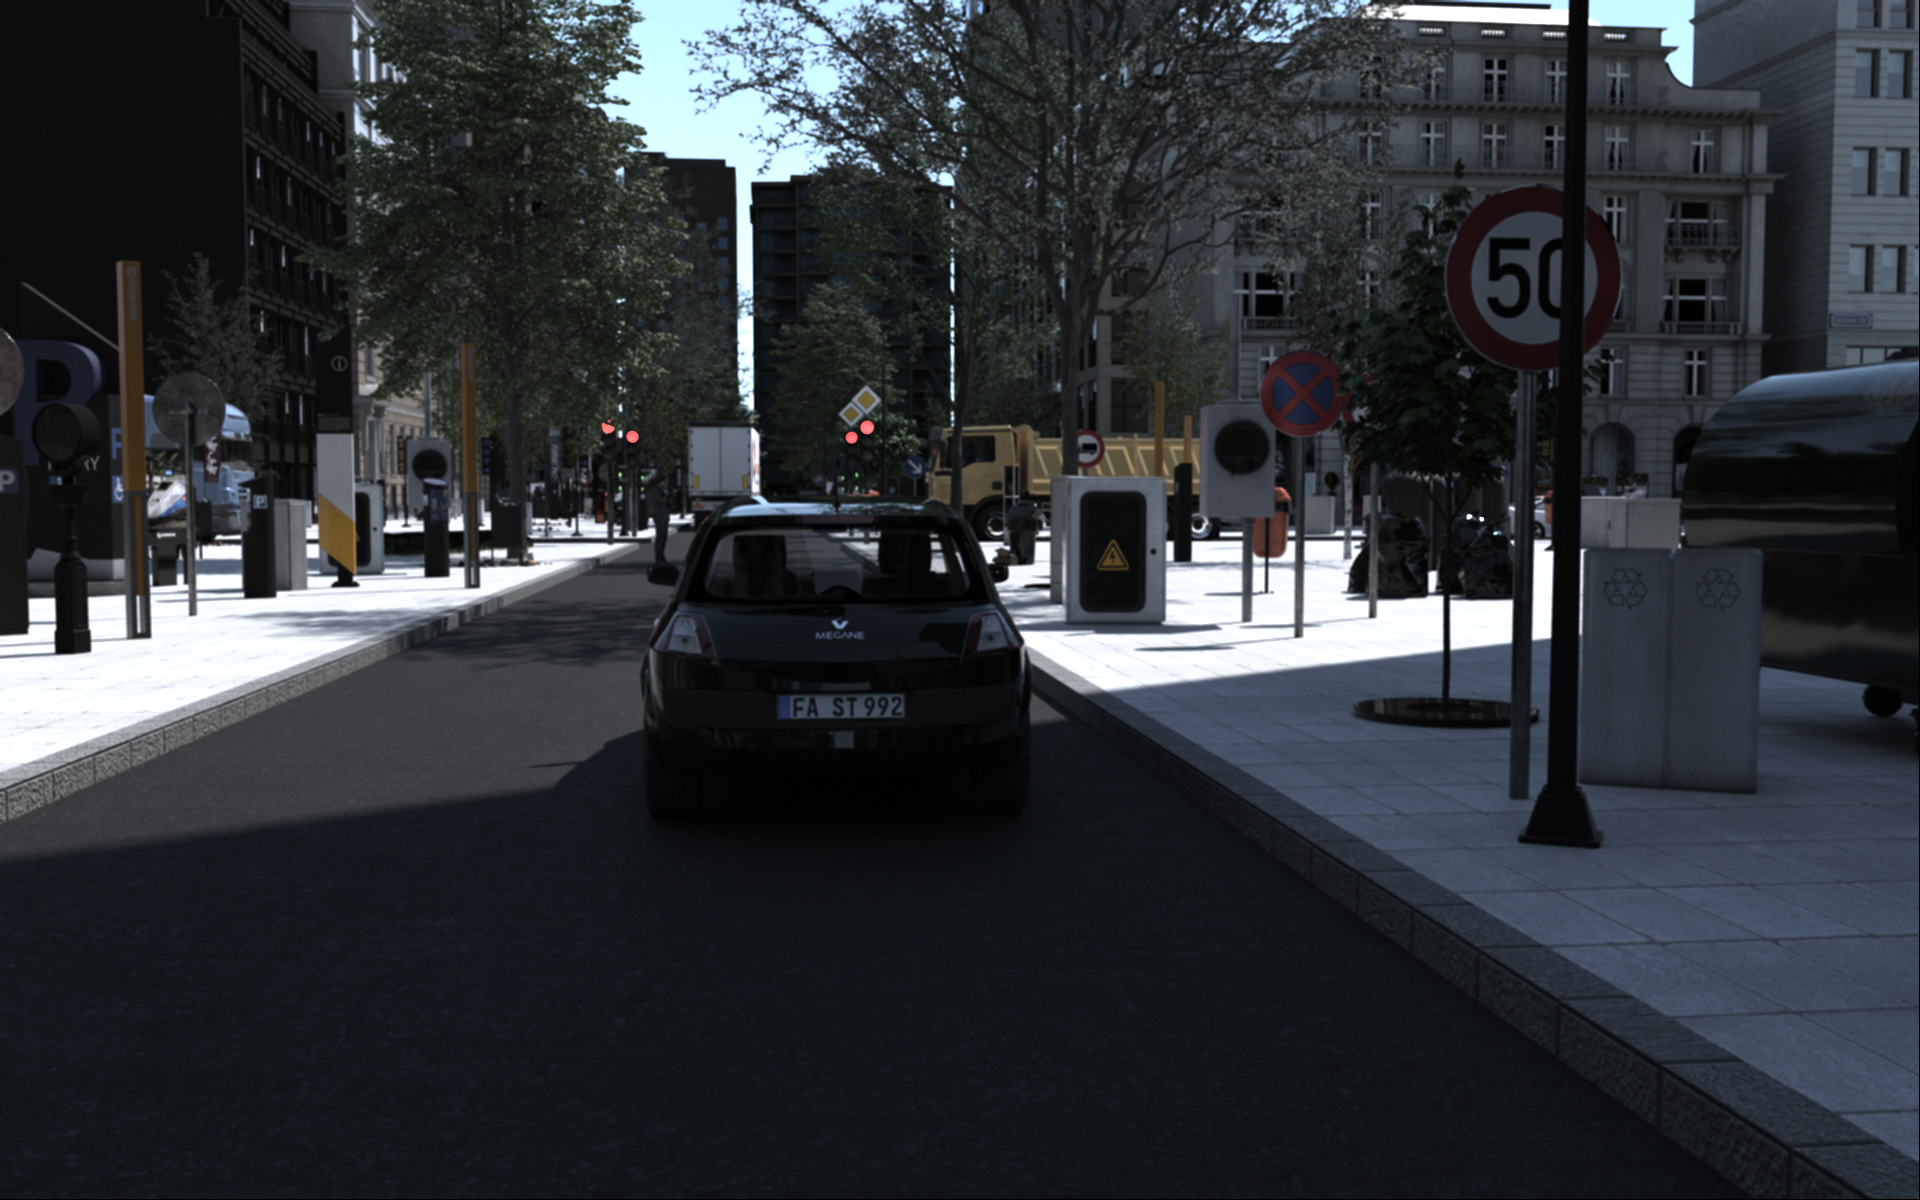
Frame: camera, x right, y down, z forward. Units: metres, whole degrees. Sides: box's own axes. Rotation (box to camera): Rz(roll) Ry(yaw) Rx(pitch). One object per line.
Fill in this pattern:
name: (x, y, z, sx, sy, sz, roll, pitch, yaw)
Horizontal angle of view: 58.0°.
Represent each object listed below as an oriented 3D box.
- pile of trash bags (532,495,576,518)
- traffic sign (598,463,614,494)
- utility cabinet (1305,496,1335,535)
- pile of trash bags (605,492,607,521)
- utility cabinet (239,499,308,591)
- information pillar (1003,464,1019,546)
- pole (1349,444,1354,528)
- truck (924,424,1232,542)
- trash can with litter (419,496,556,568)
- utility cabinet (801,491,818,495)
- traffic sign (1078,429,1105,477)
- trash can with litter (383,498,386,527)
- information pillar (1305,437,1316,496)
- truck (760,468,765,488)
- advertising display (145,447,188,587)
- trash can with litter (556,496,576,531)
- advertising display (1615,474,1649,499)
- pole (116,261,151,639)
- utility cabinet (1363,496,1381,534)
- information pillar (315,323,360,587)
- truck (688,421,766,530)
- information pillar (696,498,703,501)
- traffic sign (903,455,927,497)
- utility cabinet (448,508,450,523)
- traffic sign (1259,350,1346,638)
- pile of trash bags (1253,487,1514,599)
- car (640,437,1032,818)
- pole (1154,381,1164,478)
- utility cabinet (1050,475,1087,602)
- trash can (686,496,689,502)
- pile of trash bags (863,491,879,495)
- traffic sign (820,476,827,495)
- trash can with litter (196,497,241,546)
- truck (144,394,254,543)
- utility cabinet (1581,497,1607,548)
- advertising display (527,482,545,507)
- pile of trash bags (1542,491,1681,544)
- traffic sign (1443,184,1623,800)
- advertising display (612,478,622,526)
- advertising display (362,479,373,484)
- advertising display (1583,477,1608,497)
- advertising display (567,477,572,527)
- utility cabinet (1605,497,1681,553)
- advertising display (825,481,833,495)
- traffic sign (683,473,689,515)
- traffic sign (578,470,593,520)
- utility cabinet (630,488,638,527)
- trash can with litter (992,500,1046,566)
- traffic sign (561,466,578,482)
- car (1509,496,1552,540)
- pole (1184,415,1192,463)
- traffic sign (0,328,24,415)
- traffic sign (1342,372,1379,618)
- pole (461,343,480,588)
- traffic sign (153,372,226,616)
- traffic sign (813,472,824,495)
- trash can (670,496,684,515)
pile of trash bags: (-22.116, -5.007, 91.618, 3.447, 1.369, 1.912, -2, 4, -26)
traffic sign: (-14.364, -4.318, 70.704, 0.768, 2.556, 0.104, 0, 4, -5)
utility cabinet: (11.326, -2.665, 54.742, 1.020, 1.237, 0.306, 3, 5, 43)
pile of trash bags: (-16.458, -4.438, 82.316, 1.912, 1.369, 3.447, 0, 4, 6)
utility cabinet: (-9.219, -0.741, 23.281, 1.020, 1.237, 0.306, 2, 4, 31)
information pillar: (1.278, -2.365, 43.152, 0.304, 2.012, 0.304, 2, 4, 26)
pole: (14.715, -4.365, 65.203, 0.158, 3.312, 0.155, 0, 3, 0)
truck: (3.027, -3.279, 49.541, 9.791, 3.379, 3.469, 0, 4, -5)
trash can with litter: (-8.485, -1.215, 30.921, 2.233, 1.210, 1.678, 0, 4, -8)
utility cabinet: (-10.879, -7.115, 125.014, 1.173, 1.500, 0.318, 0, 4, 5)
traffic sign: (2.465, -2.073, 34.005, 0.768, 2.556, 0.104, 0, 4, -4)
trash can with litter: (-22.322, -3.321, 65.692, 1.055, 1.170, 0.624, 0, 4, 2)
information pillar: (13.484, -4.619, 66.876, 0.183, 3.616, 0.504, -3, 5, -43)
truck: (-20.923, -11.167, 172.343, 2.967, 4.110, 18.799, 0, 4, -6)
advertising display: (-11.108, -1.157, 24.138, 0.123, 1.923, 0.974, 1, 4, 16)
trash can with litter: (-14.760, -2.995, 60.031, 2.233, 1.210, 1.678, -3, 5, -42)
advertising display: (21.383, -3.054, 55.147, 0.974, 1.923, 0.123, 2, 4, 25)
pole: (-7.300, -1.312, 15.301, 0.158, 3.312, 0.155, 0, 3, 0)
utility cabinet: (13.285, -2.720, 55.627, 0.306, 1.237, 1.020, 3, 4, 38)
information pillar: (-8.574, -1.985, 23.817, 0.504, 3.616, 0.183, 0, 4, -8)
truck: (-9.693, -5.109, 72.447, 2.839, 4.237, 11.283, 0, 4, -5)
information pillar: (-16.256, -7.149, 108.243, 0.504, 3.616, 0.183, -1, 4, -20)
traffic sign: (-1.467, -3.457, 56.621, 0.768, 2.556, 0.104, 0, 4, 0)
utility cabinet: (-22.908, -3.976, 76.168, 1.020, 1.237, 0.306, 2, 4, 25)
traffic sign: (3.036, -0.938, 15.439, 0.768, 2.556, 0.104, 0, 4, 0)
pile of trash bags: (5.385, -0.763, 22.227, 3.447, 1.369, 1.912, 1, 4, 16)
car: (-0.677, 0.041, 9.121, 2.009, 1.686, 4.222, 0, 4, -5)
pole: (3.595, -2.291, 31.302, 0.158, 3.312, 0.155, 0, 3, 0)
utility cabinet: (1.429, -0.736, 20.709, 0.318, 1.500, 1.173, 1, 4, 23)
trash can: (-18.067, -6.220, 113.354, 0.748, 1.137, 0.748, 0, 3, 0)
pile of trash bags: (-1.653, -2.749, 54.702, 3.447, 1.369, 1.912, -3, 5, -39)
traffic sign: (-9.019, -6.979, 114.213, 0.768, 2.556, 0.104, 0, 4, 1)
trash can with litter: (-18.498, -1.957, 43.058, 2.233, 1.210, 1.678, 0, 4, -6)
truck: (-27.609, -3.379, 45.007, 18.799, 4.110, 2.967, 0, 4, -6)
utility cabinet: (15.128, -1.812, 40.794, 1.020, 1.237, 0.306, 2, 4, 28)
advertising display: (-22.994, -5.460, 94.486, 0.974, 1.923, 0.123, 0, 4, 4)
pile of trash bags: (17.253, -2.213, 45.930, 3.447, 1.369, 1.912, 1, 4, 15)
traffic sign: (2.359, -0.436, 7.231, 0.768, 2.556, 0.104, 0, 4, -6)
advertising display: (-13.799, -3.970, 70.124, 0.123, 1.923, 0.974, 1, 4, 22)
advertising display: (-26.221, -4.352, 76.370, 0.974, 1.923, 0.123, 2, 4, 33)
advertising display: (24.134, -3.708, 65.840, 0.974, 1.923, 0.123, -1, 4, -9)
advertising display: (-15.090, -3.774, 66.924, 0.123, 1.923, 0.974, -1, 4, -9)
utility cabinet: (8.988, -0.709, 22.749, 1.020, 1.237, 0.306, -2, 4, -28)
advertising display: (-6.065, -4.829, 84.167, 0.974, 1.923, 0.123, 1, 4, 13)
traffic sign: (-16.655, -6.389, 104.558, 0.768, 2.556, 0.104, 0, 4, -6)
traffic sign: (-18.796, -5.312, 86.957, 0.768, 2.556, 0.104, 0, 4, 0)
utility cabinet: (-12.640, -3.609, 67.679, 0.318, 1.500, 1.173, -2, 4, -25)
trash can with litter: (1.053, -1.217, 31.277, 0.624, 1.170, 1.055, 2, 4, 32)
traffic sign: (-16.870, -4.568, 74.788, 0.768, 2.556, 0.104, 0, 4, -2)
car: (17.910, -2.390, 51.435, 4.827, 1.381, 2.083, 0, 4, -6)
pole: (5.913, -3.130, 45.016, 0.158, 3.312, 0.155, 0, 3, 0)
traffic sign: (-7.128, -0.756, 12.468, 0.768, 2.556, 0.104, 0, 4, -4)
traffic sign: (4.282, -1.088, 17.890, 0.768, 2.556, 0.104, 0, 4, -6)
pole: (-6.655, -1.816, 23.536, 0.158, 3.312, 0.155, 0, 3, 0)
traffic sign: (-8.084, -1.105, 18.177, 0.768, 2.556, 0.104, 0, 4, 0)
traffic sign: (-7.991, -6.019, 98.513, 0.768, 2.556, 0.104, 0, 4, -5)
trash can: (-17.876, -5.880, 107.798, 0.748, 1.137, 0.748, 0, 3, 0)
